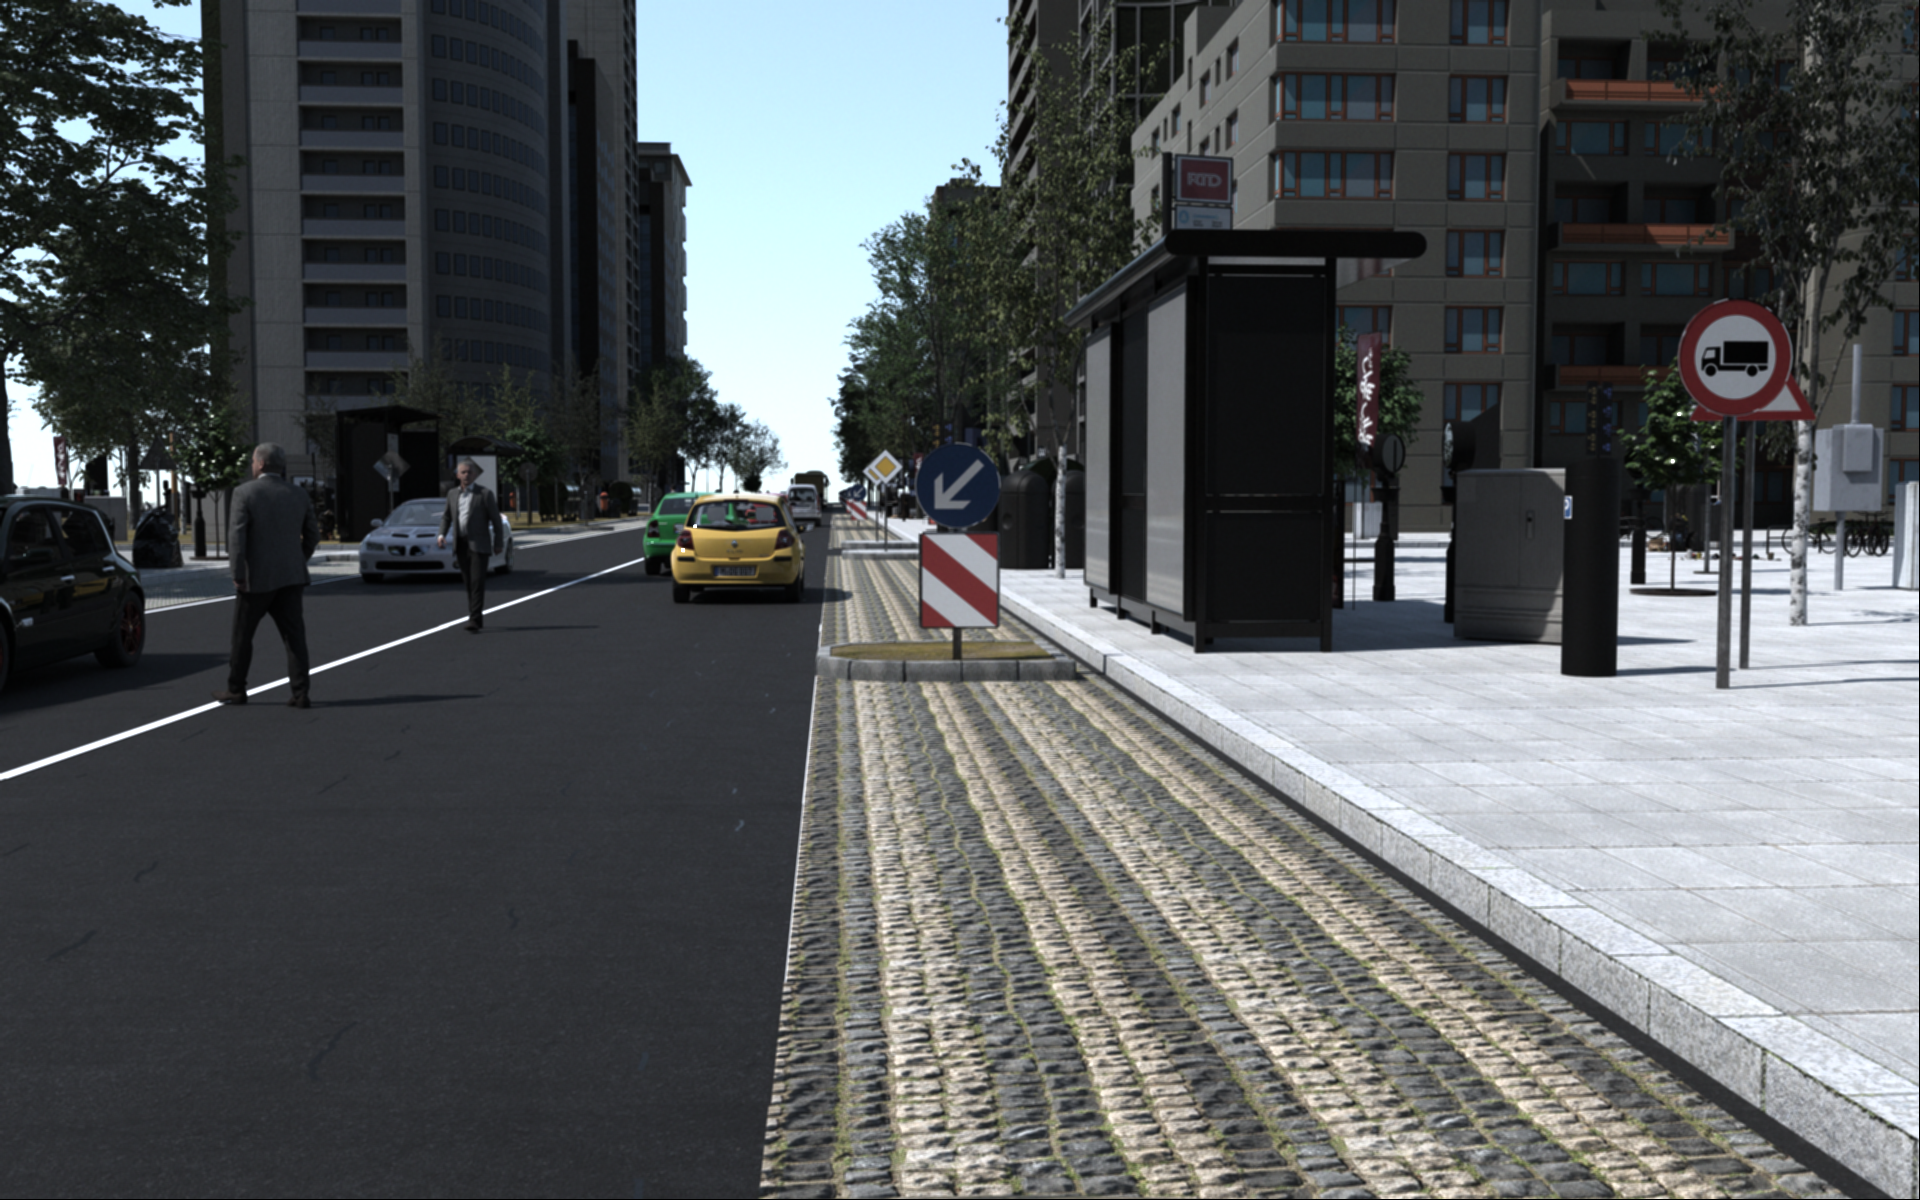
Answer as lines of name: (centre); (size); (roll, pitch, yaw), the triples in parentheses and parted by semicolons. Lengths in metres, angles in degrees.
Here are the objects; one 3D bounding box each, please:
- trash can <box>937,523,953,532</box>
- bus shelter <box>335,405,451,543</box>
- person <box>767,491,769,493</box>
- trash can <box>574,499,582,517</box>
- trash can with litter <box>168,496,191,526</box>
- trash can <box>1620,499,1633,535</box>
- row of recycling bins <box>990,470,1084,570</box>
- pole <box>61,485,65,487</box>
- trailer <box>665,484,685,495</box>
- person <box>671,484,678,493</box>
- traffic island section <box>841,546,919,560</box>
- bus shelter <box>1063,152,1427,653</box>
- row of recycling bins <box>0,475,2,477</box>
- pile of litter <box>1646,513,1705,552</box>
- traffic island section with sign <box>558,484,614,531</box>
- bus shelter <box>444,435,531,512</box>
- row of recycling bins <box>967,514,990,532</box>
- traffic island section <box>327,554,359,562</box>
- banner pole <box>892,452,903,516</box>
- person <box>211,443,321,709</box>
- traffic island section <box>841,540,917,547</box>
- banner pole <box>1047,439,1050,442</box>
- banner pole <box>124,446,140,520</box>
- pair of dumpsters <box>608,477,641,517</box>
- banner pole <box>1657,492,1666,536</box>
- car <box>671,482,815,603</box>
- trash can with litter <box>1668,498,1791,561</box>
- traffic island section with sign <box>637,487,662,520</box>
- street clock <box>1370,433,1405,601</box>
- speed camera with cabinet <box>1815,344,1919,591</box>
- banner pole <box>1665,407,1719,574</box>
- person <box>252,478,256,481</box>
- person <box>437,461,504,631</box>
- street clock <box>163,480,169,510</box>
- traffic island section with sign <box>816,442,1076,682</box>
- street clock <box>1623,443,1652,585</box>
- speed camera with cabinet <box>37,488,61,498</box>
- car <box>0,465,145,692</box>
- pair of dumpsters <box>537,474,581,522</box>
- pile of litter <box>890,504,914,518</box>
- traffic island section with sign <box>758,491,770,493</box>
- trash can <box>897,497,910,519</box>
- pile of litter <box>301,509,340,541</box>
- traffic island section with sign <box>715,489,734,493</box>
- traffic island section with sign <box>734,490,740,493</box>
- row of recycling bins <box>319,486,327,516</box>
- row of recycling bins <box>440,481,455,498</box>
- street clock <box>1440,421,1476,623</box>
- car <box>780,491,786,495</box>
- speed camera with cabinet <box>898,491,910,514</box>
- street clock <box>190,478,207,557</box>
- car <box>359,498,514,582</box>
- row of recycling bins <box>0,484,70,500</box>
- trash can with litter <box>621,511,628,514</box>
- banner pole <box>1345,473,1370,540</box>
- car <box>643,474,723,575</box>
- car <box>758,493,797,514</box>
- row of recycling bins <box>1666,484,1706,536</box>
trash can: (-0.444, -2.707, 55.907); (0.748, 1.137, 0.748); (0, 3, 0)
bus shelter: (-15.802, -3.507, 48.623); (1.731, 3.624, 6.357); (0, 4, -4)
person: (-16.970, -8.758, 152.370); (1.217, 1.739, 0.721); (2, 4, 32)
trash can: (-21.044, -5.138, 95.659); (0.748, 1.137, 0.748); (0, 3, 0)
trash can with litter: (-31.004, -3.567, 69.372); (2.233, 1.210, 1.678); (-1, 4, -18)
trash can: (20.711, -2.603, 54.217); (0.748, 1.137, 0.748); (0, 3, 0)
row of recycling bins: (2.407, -1.405, 30.083); (3.534, 1.692, 1.069); (-1, 4, -18)
pole: (-58.519, -7.289, 113.017); (0.158, 3.312, 0.155); (0, 3, 0)
trailer: (-16.824, -5.811, 102.057); (1.471, 1.999, 3.904); (0, 4, -5)
person: (-10.293, -3.277, 62.357); (0.678, 1.792, 0.850); (-2, 4, -35)
traffic island section: (-1.635, -1.006, 38.726); (2.009, 0.180, 2.903); (0, 4, -4)
bus shelter: (2.369, -2.475, 18.092); (2.179, 5.291, 8.768); (0, 4, -4)
row of recycling bins: (-14.584, -1.023, 23.842); (3.534, 1.692, 1.069); (1, 4, 18)
pile of litter: (15.906, -1.514, 38.726); (1.719, 0.858, 1.176); (1, 4, 12)
traffic island section with sign: (-14.633, -3.622, 67.853); (1.989, 1.847, 2.006); (0, 4, -4)
bus shelter: (-17.001, -4.202, 62.624); (2.014, 3.302, 5.546); (0, 4, -4)
row of recycling bins: (1.568, -1.806, 36.640); (3.534, 1.692, 1.069); (3, 5, 42)
traffic island section: (-12.448, -0.958, 37.950); (2.009, 0.180, 2.903); (0, 4, -4)
banner pole: (-3.659, -6.932, 103.358); (0.863, 3.779, 0.401); (0, 4, -6)
person: (-4.717, -0.173, 11.734); (0.834, 1.777, 0.661); (2, 4, 32)
traffic island section: (-2.212, -1.493, 46.690); (2.009, 0.180, 2.903); (0, 4, -4)
banner pole: (3.869, -5.456, 79.216); (0.863, 3.779, 0.401); (3, 4, 39)
banner pole: (-41.595, -5.925, 86.896); (0.863, 3.779, 0.401); (-1, 4, -12)
pair of dumpsters: (-19.403, -5.963, 99.994); (1.574, 2.255, 4.437); (0, 4, -4)
banner pole: (21.664, -3.870, 53.298); (0.401, 3.779, 0.863); (0, 4, 8)
car: (-3.051, -0.861, 24.294); (2.015, 1.641, 3.980); (0, 4, -4)
trash can with litter: (15.154, -1.397, 33.891); (2.233, 1.210, 1.678); (2, 4, 31)
traffic island section with sign: (-16.574, -5.267, 94.738); (1.989, 1.847, 2.006); (0, 4, -4)
street clock: (5.096, -0.990, 20.763); (0.471, 2.002, 0.358); (-3, 5, -41)
speed camera with cabinet: (12.554, -1.759, 23.095); (2.038, 3.252, 0.660); (0, 4, 5)
banner pole: (11.972, -2.326, 28.055); (0.401, 3.779, 0.863); (-1, 4, -19)
person: (-12.338, -1.301, 30.525); (0.760, 1.731, 0.466); (2, 4, 28)
person: (-5.138, -0.563, 18.110); (0.661, 1.777, 0.834); (0, 4, 1)
street clock: (-41.378, -5.242, 90.277); (0.358, 2.002, 0.471); (-2, 4, -29)
traffic island section with sign: (-0.175, -0.332, 14.062); (1.989, 1.847, 2.006); (0, 4, -4)
street clock: (9.656, -1.225, 24.606); (0.471, 2.002, 0.358); (1, 4, 18)
speed camera with cabinet: (-25.442, -3.212, 46.854); (0.660, 3.252, 2.038); (2, 4, 27)
car: (-7.582, -0.192, 12.922); (2.009, 1.686, 4.222); (0, 4, -5)
pair of dumpsters: (-18.653, -4.769, 80.471); (1.574, 2.255, 4.437); (0, 4, -4)
pile of litter: (-3.070, -4.799, 92.429); (1.176, 0.858, 1.719); (-1, 4, -22)
traffic island section with sign: (-26.170, -13.363, 227.105); (1.989, 1.847, 2.006); (0, 4, -4)
trash can: (-2.946, -4.817, 90.407); (0.748, 1.137, 0.748); (0, 3, 0)
pile of litter: (-17.729, -2.070, 47.815); (1.176, 0.858, 1.719); (-1, 4, -19)
traffic island section with sign: (-20.272, -8.384, 145.713); (1.989, 1.847, 2.006); (0, 4, -4)
traffic island section with sign: (-22.220, -10.029, 172.598); (1.989, 1.847, 2.006); (0, 4, -4)
row of recycling bins: (-31.599, -4.850, 86.405); (1.069, 1.692, 3.534); (0, 4, 2)
row of recycling bins: (-16.798, -3.023, 56.544); (1.069, 1.692, 3.534); (-1, 4, -21)
street clock: (4.950, -0.775, 17.240); (0.358, 2.002, 0.471); (0, 4, 3)
car: (-23.497, -13.741, 233.343); (2.281, 1.827, 5.304); (0, 4, -2)
speed camera with cabinet: (-2.580, -6.550, 101.422); (2.038, 3.252, 0.660); (1, 4, 18)
street clock: (-15.578, -1.890, 35.467); (0.358, 2.002, 0.471); (-3, 4, -36)
car: (-8.930, -1.068, 29.828); (2.083, 1.381, 4.827); (0, 4, -4)
row of recycling bins: (-49.935, -5.280, 93.443); (3.534, 1.692, 1.069); (-1, 4, -19)
trash can with litter: (-21.707, -6.080, 110.794); (1.055, 1.170, 0.624); (0, 4, -8)
banner pole: (11.155, -3.589, 48.691); (0.863, 3.779, 0.401); (-2, 4, -24)
car: (-4.767, -1.425, 32.092); (1.959, 1.807, 4.718); (0, 4, -3)
car: (-7.542, -3.637, 68.499); (2.155, 1.783, 4.494); (0, 4, -6)
row of recycling bins: (22.966, -2.919, 54.833); (1.069, 1.692, 3.534); (1, 4, 12)
